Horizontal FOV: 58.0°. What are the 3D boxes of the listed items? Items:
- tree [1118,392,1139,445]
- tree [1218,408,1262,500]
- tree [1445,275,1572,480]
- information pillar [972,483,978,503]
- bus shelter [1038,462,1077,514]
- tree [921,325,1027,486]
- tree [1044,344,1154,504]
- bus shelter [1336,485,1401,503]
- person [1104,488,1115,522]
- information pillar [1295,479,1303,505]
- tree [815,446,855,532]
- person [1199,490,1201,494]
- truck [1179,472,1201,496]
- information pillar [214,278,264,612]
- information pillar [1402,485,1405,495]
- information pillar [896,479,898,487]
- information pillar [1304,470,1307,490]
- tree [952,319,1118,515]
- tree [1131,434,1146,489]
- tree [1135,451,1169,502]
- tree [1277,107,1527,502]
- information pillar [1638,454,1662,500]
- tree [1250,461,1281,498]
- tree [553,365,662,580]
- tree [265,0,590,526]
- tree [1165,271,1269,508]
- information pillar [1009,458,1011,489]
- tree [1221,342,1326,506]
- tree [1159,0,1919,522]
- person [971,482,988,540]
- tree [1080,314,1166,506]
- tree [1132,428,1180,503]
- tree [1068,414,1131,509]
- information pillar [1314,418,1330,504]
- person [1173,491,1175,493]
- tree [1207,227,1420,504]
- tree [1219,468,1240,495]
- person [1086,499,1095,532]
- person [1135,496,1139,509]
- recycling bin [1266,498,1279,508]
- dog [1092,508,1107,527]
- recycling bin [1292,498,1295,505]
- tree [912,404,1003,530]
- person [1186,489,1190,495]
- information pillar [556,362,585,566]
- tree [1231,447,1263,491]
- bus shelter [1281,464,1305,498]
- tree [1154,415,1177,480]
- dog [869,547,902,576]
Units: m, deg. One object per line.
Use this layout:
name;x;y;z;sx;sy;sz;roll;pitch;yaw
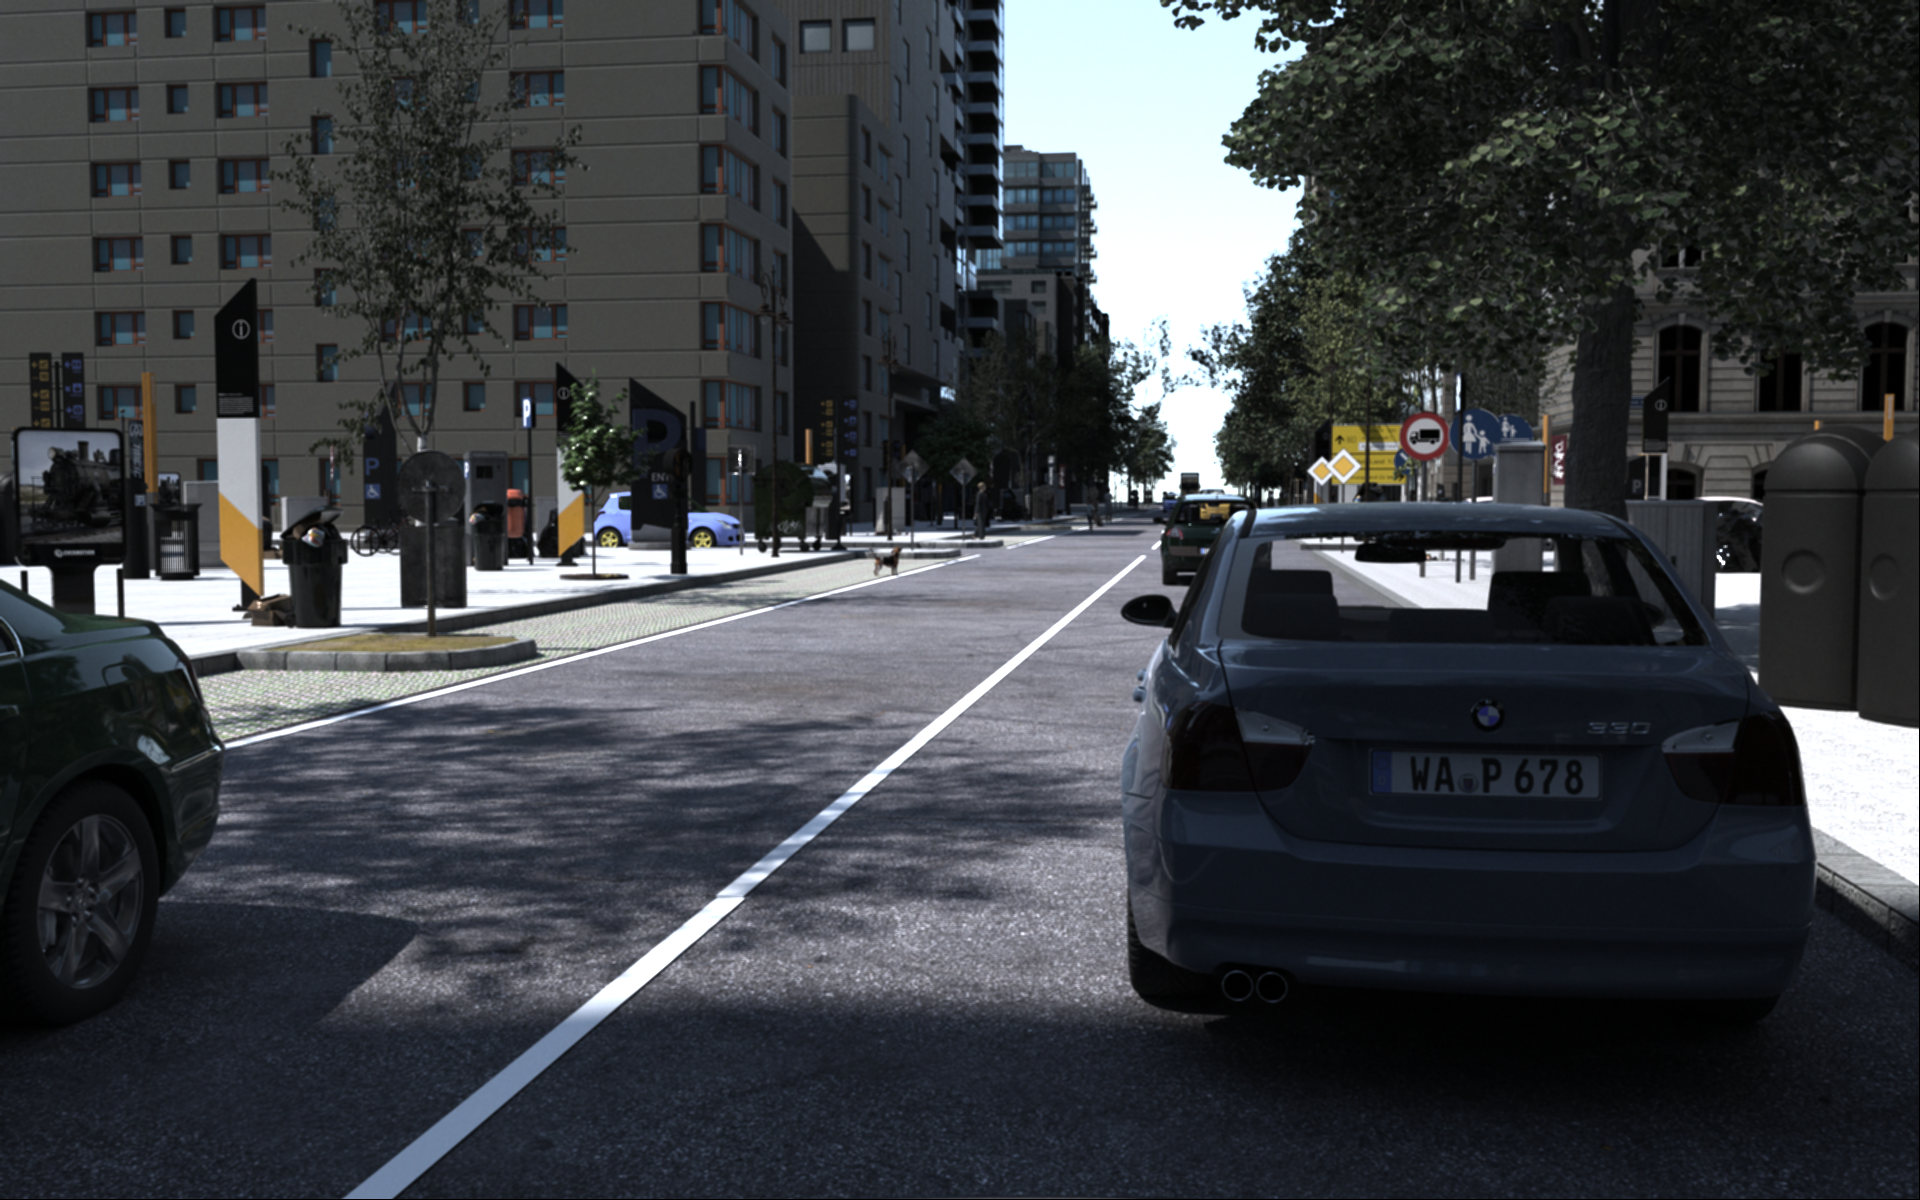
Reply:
tree;6.615;-10.445;105.186;8.767;10.594;7.601;0;4;-2
tree;31.493;-15.864;185.128;9.928;11.665;9.643;0;3;0
tree;17.197;-6.393;54.881;4.360;8.622;3.978;0;3;0
information pillar;0.943;-6.431;109.640;0.304;2.012;0.304;-3;5;-44
bus shelter;6.362;-7.270;112.787;2.014;3.302;5.546;1;4;9
tree;0.767;-7.631;75.135;4.360;8.622;3.978;0;3;0
tree;9.954;-13.055;131.575;7.486;12.596;7.792;0;3;0
bus shelter;12.592;-3.646;53.531;2.014;3.302;5.546;1;4;8
person;7.591;-4.819;87.853;0.480;1.755;0.524;1;4;22
information pillar;16.786;-4.975;85.828;0.304;2.012;0.304;-1;4;-19
tree;-4.600;-3.965;59.433;1.663;3.219;1.824;0;3;0
person;24.814;-10.407;178.738;1.350;1.814;0.705;-1;4;-12
truck;30.106;-14.549;226.787;2.839;4.237;11.283;0;4;8
information pillar;-7.854;-1.685;18.902;0.504;3.616;0.183;1;4;12
information pillar;21.993;-5.781;85.876;0.183;3.616;0.504;0;4;3
information pillar;-2.925;-4.763;82.362;0.304;2.012;0.304;1;4;16
information pillar;23.788;-7.850;119.703;0.183;3.616;0.504;-2;4;-27
tree;3.492;-9.602;91.405;8.767;10.594;7.601;1;4;10
tree;13.829;-12.325;151.880;4.737;8.622;4.395;0;3;0
tree;30.655;-19.594;270.718;4.360;8.622;3.978;0;3;0
tree;8.122;-4.944;31.190;4.737;8.622;4.395;0;3;0
information pillar;12.657;-1.672;31.824;0.304;2.012;0.304;-1;4;-11
tree;23.523;-8.987;130.643;4.285;4.588;4.351;0;3;0
tree;-5.557;-1.924;26.065;1.663;3.219;1.824;0;3;0
tree;-6.874;-4.388;22.105;4.360;8.622;3.978;0;3;0
tree;25.076;-17.978;149.832;12.611;20.169;13.585;0;3;0
information pillar;3.228;-7.404;112.408;0.183;3.616;0.504;1;4;8
tree;19.407;-10.420;104.784;8.767;10.594;7.601;3;4;37
tree;5.375;-6.589;14.386;9.857;13.997;8.962;0;3;0
person;0.584;-2.566;50.878;0.534;1.772;0.576;0;4;-7
tree;19.083;-19.936;181.835;12.611;20.169;13.585;0;3;0
tree;29.346;-20.649;263.368;9.928;11.665;9.643;0;3;0
tree;10.777;-11.591;139.882;4.737;8.622;4.395;0;3;0
information pillar;11.192;-3.799;53.468;0.504;3.616;0.183;-1;4;-17
person;22.376;-10.513;181.096;1.217;1.735;0.721;0;4;-8
tree;15.069;-9.565;73.401;9.611;12.733;9.660;0;3;0
tree;43.986;-21.530;270.140;7.486;12.596;7.792;0;3;0
person;4.895;-3.167;64.963;0.352;1.250;0.332;0;4;-5
person;15.204;-8.390;148.915;0.421;1.427;0.697;0;4;1
recycling bin;18.636;-5.528;102.940;0.722;1.027;0.722;0;4;-3
dog;6.162;-3.631;76.207;0.800;0.831;0.513;0;4;4
recycling bin;20.377;-5.735;106.317;0.722;1.027;0.722;-2;4;-35
tree;-0.076;-4.847;62.969;4.285;4.588;4.351;0;3;0
person;14.609;-6.266;111.291;0.374;1.781;0.599;0;4;-6
information pillar;-6.904;-2.404;30.662;0.504;3.616;0.183;1;4;10
tree;23.955;-11.612;140.222;4.360;8.622;3.978;0;3;0
bus shelter;21.521;-7.435;112.840;1.731;3.624;6.357;1;4;8
tree;23.677;-18.501;220.622;7.486;12.596;7.792;0;3;0
dog;-1.286;-0.666;30.177;0.406;0.507;0.540;1;4;21
